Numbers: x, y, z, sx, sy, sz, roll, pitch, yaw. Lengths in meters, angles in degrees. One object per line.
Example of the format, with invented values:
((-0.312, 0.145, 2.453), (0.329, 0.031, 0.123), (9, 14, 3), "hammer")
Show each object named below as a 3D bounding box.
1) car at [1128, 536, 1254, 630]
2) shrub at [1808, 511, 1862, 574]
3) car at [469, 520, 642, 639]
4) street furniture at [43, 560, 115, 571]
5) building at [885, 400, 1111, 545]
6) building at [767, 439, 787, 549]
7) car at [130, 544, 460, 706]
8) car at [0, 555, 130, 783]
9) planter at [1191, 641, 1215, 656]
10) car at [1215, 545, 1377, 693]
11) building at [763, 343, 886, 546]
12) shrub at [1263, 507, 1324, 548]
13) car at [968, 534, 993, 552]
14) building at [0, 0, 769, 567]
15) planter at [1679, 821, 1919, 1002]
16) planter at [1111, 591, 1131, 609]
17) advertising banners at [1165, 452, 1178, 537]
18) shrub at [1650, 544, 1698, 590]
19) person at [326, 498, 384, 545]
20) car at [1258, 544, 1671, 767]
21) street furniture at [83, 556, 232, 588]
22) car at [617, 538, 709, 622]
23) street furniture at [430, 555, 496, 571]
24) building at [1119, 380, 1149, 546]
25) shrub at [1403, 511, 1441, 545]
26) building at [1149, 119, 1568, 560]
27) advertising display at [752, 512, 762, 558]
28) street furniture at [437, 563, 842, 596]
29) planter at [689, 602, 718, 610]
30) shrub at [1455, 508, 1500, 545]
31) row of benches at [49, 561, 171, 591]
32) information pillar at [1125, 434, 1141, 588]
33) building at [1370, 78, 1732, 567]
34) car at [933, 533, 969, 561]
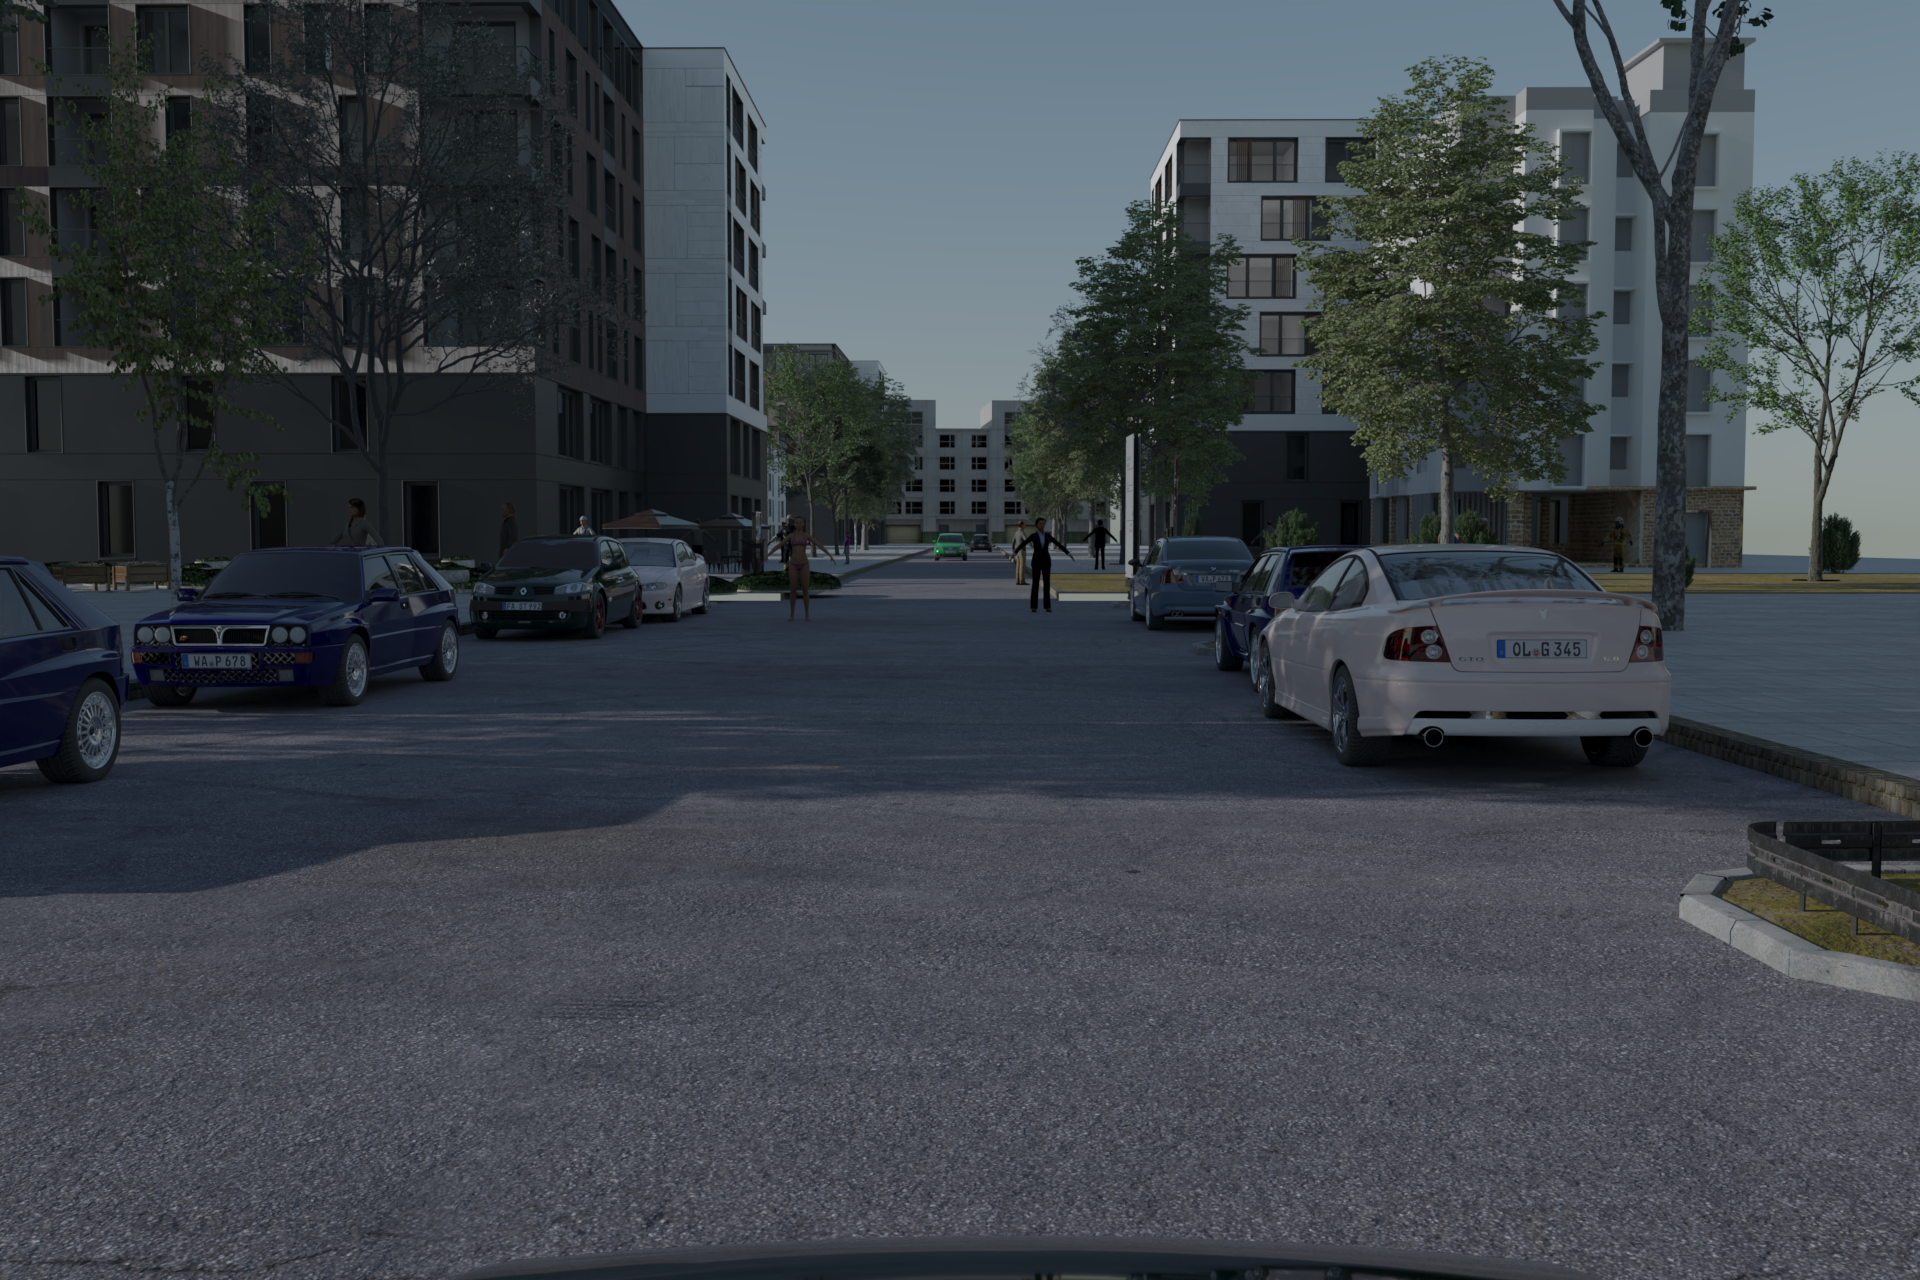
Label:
((3.672, -0.921, 27.063), (2.014, 1.417, 4.499), (0, 4, 1), "car")
((28.375, -3.164, 56.153), (1.690, 2.028, 1.600), (0, 3, 0), "shrub")
((-5.745, -0.925, 24.913), (2.009, 1.686, 4.222), (0, 4, 1), "car")
((-28.226, -2.044, 49.042), (5.734, 0.657, 10.072), (3, 4, 37), "street furniture")
((3.506, -22.398, 235.117), (31.486, 18.905, 16.747), (0, 4, -4), "building")
((-20.639, -13.407, 161.344), (9.099, 9.664, 28.070), (0, 4, 1), "building")
((-5.855, -0.187, 15.637), (1.945, 1.354, 3.894), (0, 4, 1), "car")
((-5.842, 0.237, 8.714), (1.945, 1.354, 3.894), (0, 4, 0), "car")
((3.831, 0.010, 20.969), (1.991, 0.319, 1.994), (0, 4, 1), "planter")
((3.538, -0.269, 16.978), (1.945, 1.354, 3.894), (0, 4, 1), "car")
((-23.552, -21.899, 202.017), (27.936, 21.610, 32.646), (0, 4, 1), "building")
((9.765, -2.856, 50.742), (1.661, 2.075, 1.752), (0, 3, 0), "shrub")
((1.633, -7.752, 136.525), (2.009, 1.686, 4.222), (0, 4, 0), "car")
((-23.823, -13.890, 71.083), (27.936, 21.610, 32.646), (0, 4, 1), "building")
((3.678, 0.922, 6.073), (1.991, 0.319, 1.994), (0, 4, 0), "planter")
((3.975, -0.782, 33.932), (1.991, 0.319, 1.994), (0, 4, 0), "planter")
((4.655, -2.567, 38.163), (0.090, 3.025, 2.074), (0, 4, 1), "advertising banners")
((16.171, -1.720, 39.247), (1.383, 1.207, 1.383), (0, 3, 0), "shrub")
((-7.731, -0.933, 22.012), (1.215, 1.744, 0.721), (2, 4, 27), "person")
((3.283, 0.019, 12.054), (2.083, 1.381, 4.827), (0, 4, 0), "car")
((-19.228, -1.858, 45.997), (5.734, 0.657, 10.072), (0, 4, 0), "street furniture")
((-5.475, -1.061, 29.706), (2.083, 1.381, 4.827), (0, 4, 1), "car")
((-13.041, -1.967, 47.792), (5.734, 0.657, 10.072), (0, 4, 3), "street furniture")
((28.369, -20.605, 203.357), (16.747, 18.905, 31.486), (0, 4, 1), "building")
((14.558, -2.999, 53.449), (1.690, 2.028, 1.600), (0, 3, 0), "shrub")
((24.857, -15.773, 101.864), (27.936, 21.610, 32.646), (0, 4, 0), "building")
((-5.873, -2.745, 50.088), (0.123, 1.923, 0.974), (0, 4, 3), "advertising display")
((-7.880, -1.416, 38.775), (10.072, 0.657, 5.734), (1, 4, 9), "street furniture")
((-5.768, -0.767, 33.679), (1.991, 0.319, 1.994), (0, 4, 1), "planter")
((14.402, -2.720, 48.884), (1.690, 2.028, 1.600), (0, 3, 0), "shrub")
((-19.651, -1.429, 38.827), (1.422, 0.672, 4.104), (3, 4, 36), "row of benches")
((4.125, -3.060, 41.347), (0.184, 3.620, 1.656), (0, 4, 0), "information pillar")
((24.064, -13.578, 78.426), (16.016, 20.090, 11.380), (0, 4, 1), "building")
((-0.491, -5.213, 94.021), (1.959, 1.807, 4.718), (0, 4, 0), "car")
